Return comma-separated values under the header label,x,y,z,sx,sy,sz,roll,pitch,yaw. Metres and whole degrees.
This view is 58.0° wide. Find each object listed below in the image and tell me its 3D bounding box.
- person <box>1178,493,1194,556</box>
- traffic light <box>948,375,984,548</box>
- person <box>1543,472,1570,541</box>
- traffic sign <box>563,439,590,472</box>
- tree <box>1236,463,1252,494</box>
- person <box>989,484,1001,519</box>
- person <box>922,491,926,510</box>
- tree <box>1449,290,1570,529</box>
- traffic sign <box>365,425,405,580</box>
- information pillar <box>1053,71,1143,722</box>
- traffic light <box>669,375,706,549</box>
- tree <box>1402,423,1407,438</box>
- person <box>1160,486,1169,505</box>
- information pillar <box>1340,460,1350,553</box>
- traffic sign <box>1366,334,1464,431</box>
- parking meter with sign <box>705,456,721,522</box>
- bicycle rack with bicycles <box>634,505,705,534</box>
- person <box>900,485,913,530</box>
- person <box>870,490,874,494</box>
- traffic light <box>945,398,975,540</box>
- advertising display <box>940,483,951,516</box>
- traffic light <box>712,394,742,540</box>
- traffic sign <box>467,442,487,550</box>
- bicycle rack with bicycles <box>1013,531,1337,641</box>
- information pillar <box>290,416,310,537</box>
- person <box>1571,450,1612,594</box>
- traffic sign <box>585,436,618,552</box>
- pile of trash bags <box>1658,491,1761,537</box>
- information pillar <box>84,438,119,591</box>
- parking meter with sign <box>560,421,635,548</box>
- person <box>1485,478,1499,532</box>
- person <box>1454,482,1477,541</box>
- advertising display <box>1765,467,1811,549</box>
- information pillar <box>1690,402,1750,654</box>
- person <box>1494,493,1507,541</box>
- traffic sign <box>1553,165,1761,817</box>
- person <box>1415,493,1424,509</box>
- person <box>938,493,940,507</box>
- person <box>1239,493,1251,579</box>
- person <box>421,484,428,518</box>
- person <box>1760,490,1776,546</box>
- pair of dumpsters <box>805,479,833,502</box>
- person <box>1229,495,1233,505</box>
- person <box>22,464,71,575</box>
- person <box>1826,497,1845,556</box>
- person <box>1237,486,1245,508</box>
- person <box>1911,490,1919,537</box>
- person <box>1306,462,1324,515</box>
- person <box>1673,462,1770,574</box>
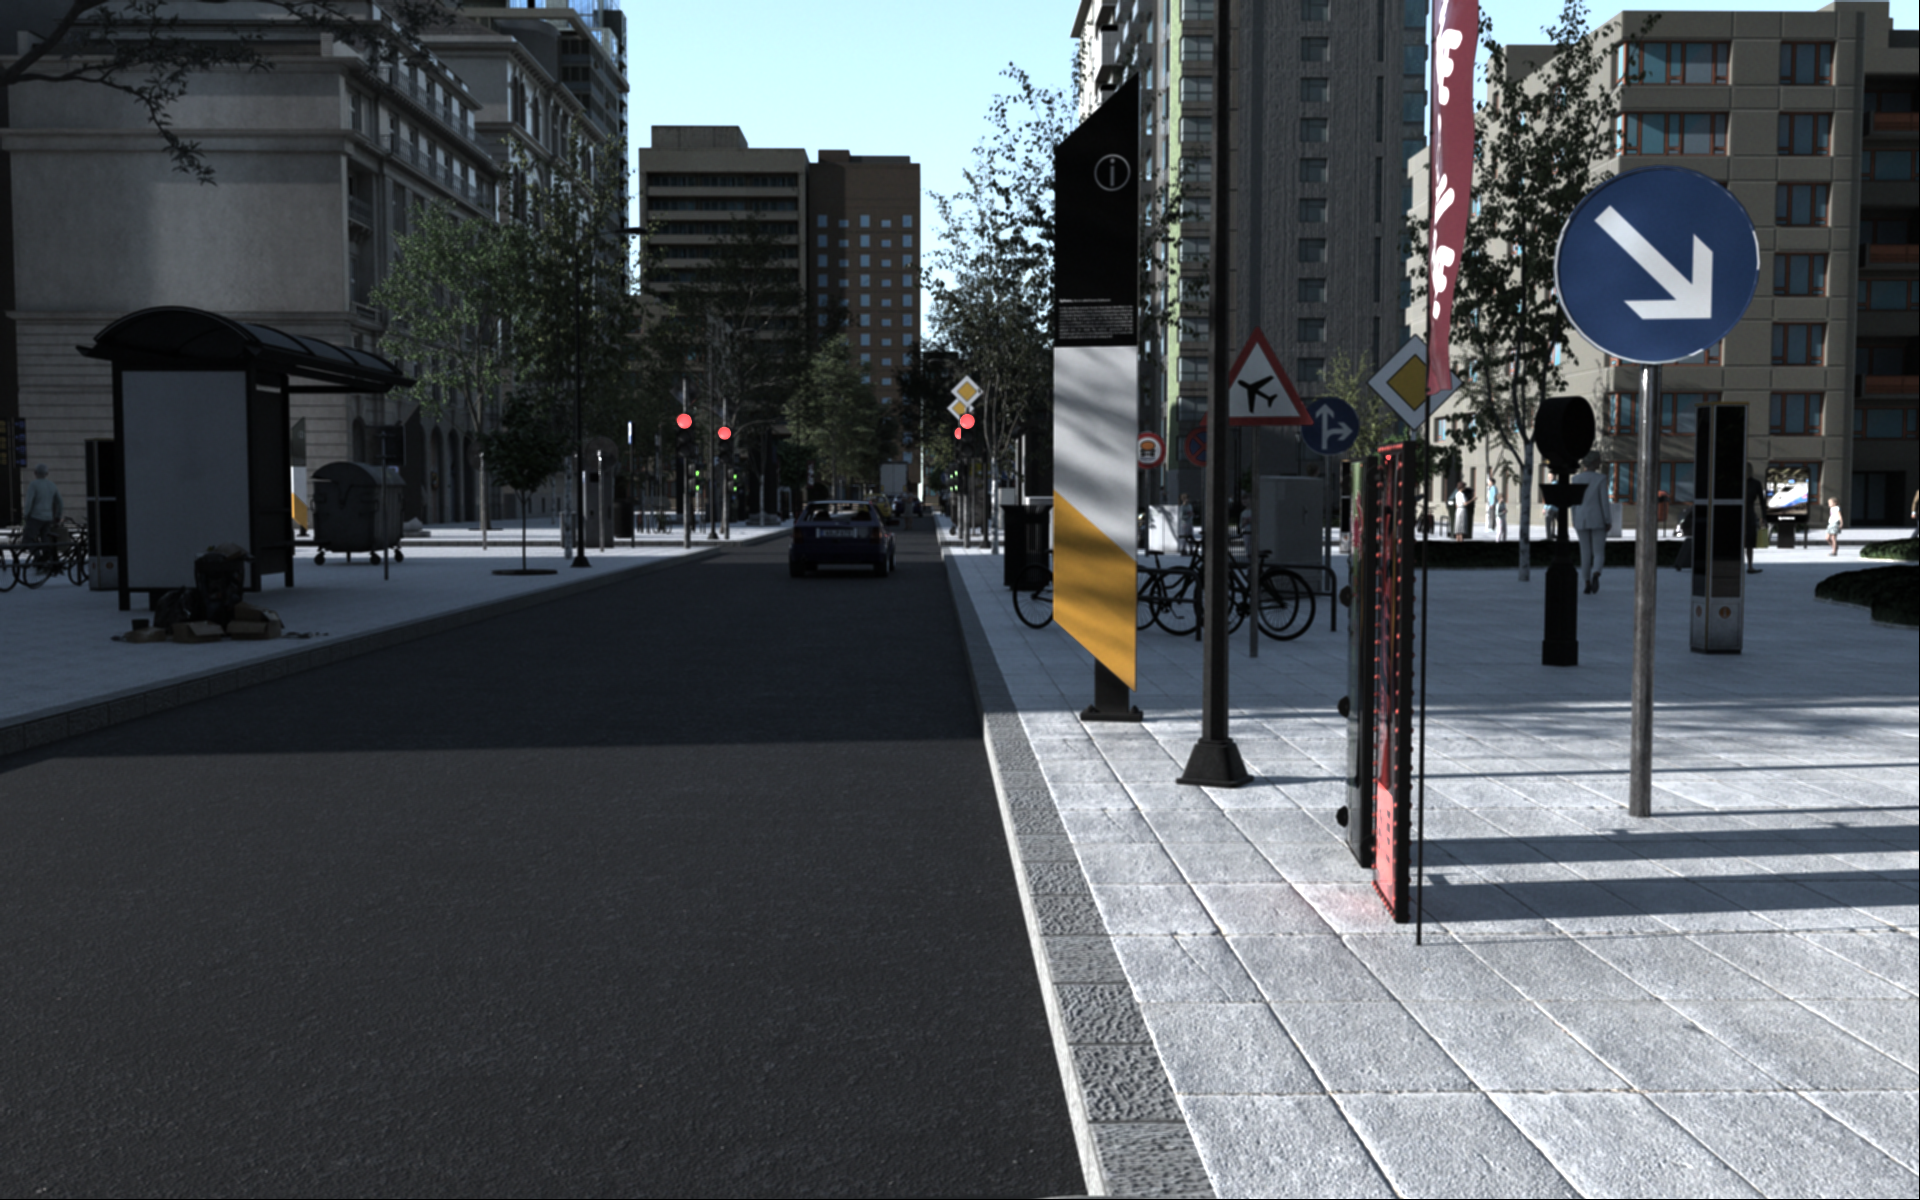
label,x,y,z,sx,sy,sz,roll,pitch,yaw
person,4.728,-1.559,35.804,0.394,1.301,0.425,2,4,27
traffic light,0.147,-3.177,40.863,0.839,4.253,0.868,0,4,-1
person,14.300,-2.181,41.569,0.638,1.841,0.748,-2,4,-29
traffic sign,-8.743,-2.424,39.739,0.768,2.556,0.104,0,4,7
tree,18.191,-6.945,108.147,1.663,3.219,1.824,0,3,0
person,1.810,-4.807,84.911,0.850,1.792,0.678,1,4,8
person,-3.292,-8.884,154.572,0.721,1.723,1.217,0,4,-6
tree,19.369,-6.857,62.471,4.360,8.622,3.978,0,3,0
traffic sign,-8.568,-1.449,25.813,0.606,2.300,0.079,0,4,5
information pillar,0.782,-1.125,9.756,0.504,3.616,0.183,1,4,11
traffic light,-6.412,-3.168,40.726,0.839,4.253,0.868,0,4,-1
tree,27.713,-9.296,102.344,4.360,8.622,3.978,0,3,0
person,12.497,-6.074,105.704,0.532,1.782,0.716,-1,4,-19
information pillar,8.427,-2.018,37.490,0.304,2.012,0.304,3,4,36
traffic sign,3.762,-0.891,14.304,0.795,2.593,0.064,0,4,2
parking meter with sign,-11.211,-5.054,78.890,0.543,3.016,1.738,0,4,6
bicycle rack with bicycles,-9.402,-2.634,56.454,2.852,0.926,2.925,-1,4,-11
person,-2.152,-3.666,68.798,0.532,1.782,0.716,-1,4,-21
person,-6.473,-7.214,127.173,1.217,1.736,0.721,0,4,7
traffic light,-0.001,-3.665,48.846,0.839,4.253,0.868,0,4,-1
advertising display,-0.678,-5.803,100.094,0.974,1.923,0.123,-2,4,-25
traffic light,-6.561,-3.657,48.709,0.839,4.253,0.868,0,4,-1
traffic sign,-10.919,-2.423,39.721,0.768,2.556,0.104,0,4,3
bicycle rack with bicycles,2.253,-0.169,16.150,2.852,0.926,2.925,-3,4,-36
information pillar,-19.890,-3.718,52.140,0.183,3.616,0.504,2,4,33
person,8.015,-0.985,22.019,0.514,1.842,0.818,2,4,23
traffic sign,-7.920,-2.332,38.242,0.768,2.556,0.104,0,4,7
pile of trash bags,22.176,-2.581,51.946,3.447,1.369,1.912,-1,4,-16
information pillar,-11.373,-1.131,22.986,0.304,2.012,0.304,3,4,39
parking meter with sign,-8.640,-2.753,41.270,1.738,3.016,0.543,-1,4,-18
person,18.225,-3.233,58.923,0.620,1.820,0.660,1,4,12
person,13.331,-2.242,45.735,0.524,1.755,0.480,-1,4,-10
advertising display,19.514,-2.180,40.859,0.974,1.923,0.123,3,4,38
information pillar,6.104,-0.577,13.932,0.304,2.012,0.304,0,4,-2
person,12.997,-1.905,41.474,0.394,1.301,0.425,2,4,29
traffic sign,2.712,-0.411,6.830,0.768,2.556,0.104,1,4,9
person,9.073,-1.757,34.953,0.590,1.801,0.661,-1,4,-16
person,-1.879,-9.848,168.533,0.593,1.643,0.415,0,4,-3
person,4.386,-0.966,26.122,0.425,1.301,0.394,2,4,28
person,-17.130,-2.967,54.660,0.679,1.850,0.850,-1,4,-8
person,21.567,-2.294,46.132,0.853,1.813,0.709,-1,4,-21
pair of dumpsters,-8.876,-6.500,108.772,1.574,2.255,4.437,0,4,-1
person,15.064,-5.261,96.743,0.352,1.250,0.332,-1,4,-17
person,-14.597,-1.295,27.709,0.515,1.767,0.782,1,4,18
person,18.211,-1.521,35.933,0.382,1.210,0.505,0,4,-3
person,16.921,-6.009,104.558,0.678,1.792,0.850,0,4,4
person,24.425,-2.171,43.905,0.656,1.842,0.836,-3,5,-40
person,5.367,-1.229,26.565,0.534,1.772,0.576,-2,4,-32
person,12.513,-1.350,28.329,0.699,1.804,1.509,-1,4,-21
